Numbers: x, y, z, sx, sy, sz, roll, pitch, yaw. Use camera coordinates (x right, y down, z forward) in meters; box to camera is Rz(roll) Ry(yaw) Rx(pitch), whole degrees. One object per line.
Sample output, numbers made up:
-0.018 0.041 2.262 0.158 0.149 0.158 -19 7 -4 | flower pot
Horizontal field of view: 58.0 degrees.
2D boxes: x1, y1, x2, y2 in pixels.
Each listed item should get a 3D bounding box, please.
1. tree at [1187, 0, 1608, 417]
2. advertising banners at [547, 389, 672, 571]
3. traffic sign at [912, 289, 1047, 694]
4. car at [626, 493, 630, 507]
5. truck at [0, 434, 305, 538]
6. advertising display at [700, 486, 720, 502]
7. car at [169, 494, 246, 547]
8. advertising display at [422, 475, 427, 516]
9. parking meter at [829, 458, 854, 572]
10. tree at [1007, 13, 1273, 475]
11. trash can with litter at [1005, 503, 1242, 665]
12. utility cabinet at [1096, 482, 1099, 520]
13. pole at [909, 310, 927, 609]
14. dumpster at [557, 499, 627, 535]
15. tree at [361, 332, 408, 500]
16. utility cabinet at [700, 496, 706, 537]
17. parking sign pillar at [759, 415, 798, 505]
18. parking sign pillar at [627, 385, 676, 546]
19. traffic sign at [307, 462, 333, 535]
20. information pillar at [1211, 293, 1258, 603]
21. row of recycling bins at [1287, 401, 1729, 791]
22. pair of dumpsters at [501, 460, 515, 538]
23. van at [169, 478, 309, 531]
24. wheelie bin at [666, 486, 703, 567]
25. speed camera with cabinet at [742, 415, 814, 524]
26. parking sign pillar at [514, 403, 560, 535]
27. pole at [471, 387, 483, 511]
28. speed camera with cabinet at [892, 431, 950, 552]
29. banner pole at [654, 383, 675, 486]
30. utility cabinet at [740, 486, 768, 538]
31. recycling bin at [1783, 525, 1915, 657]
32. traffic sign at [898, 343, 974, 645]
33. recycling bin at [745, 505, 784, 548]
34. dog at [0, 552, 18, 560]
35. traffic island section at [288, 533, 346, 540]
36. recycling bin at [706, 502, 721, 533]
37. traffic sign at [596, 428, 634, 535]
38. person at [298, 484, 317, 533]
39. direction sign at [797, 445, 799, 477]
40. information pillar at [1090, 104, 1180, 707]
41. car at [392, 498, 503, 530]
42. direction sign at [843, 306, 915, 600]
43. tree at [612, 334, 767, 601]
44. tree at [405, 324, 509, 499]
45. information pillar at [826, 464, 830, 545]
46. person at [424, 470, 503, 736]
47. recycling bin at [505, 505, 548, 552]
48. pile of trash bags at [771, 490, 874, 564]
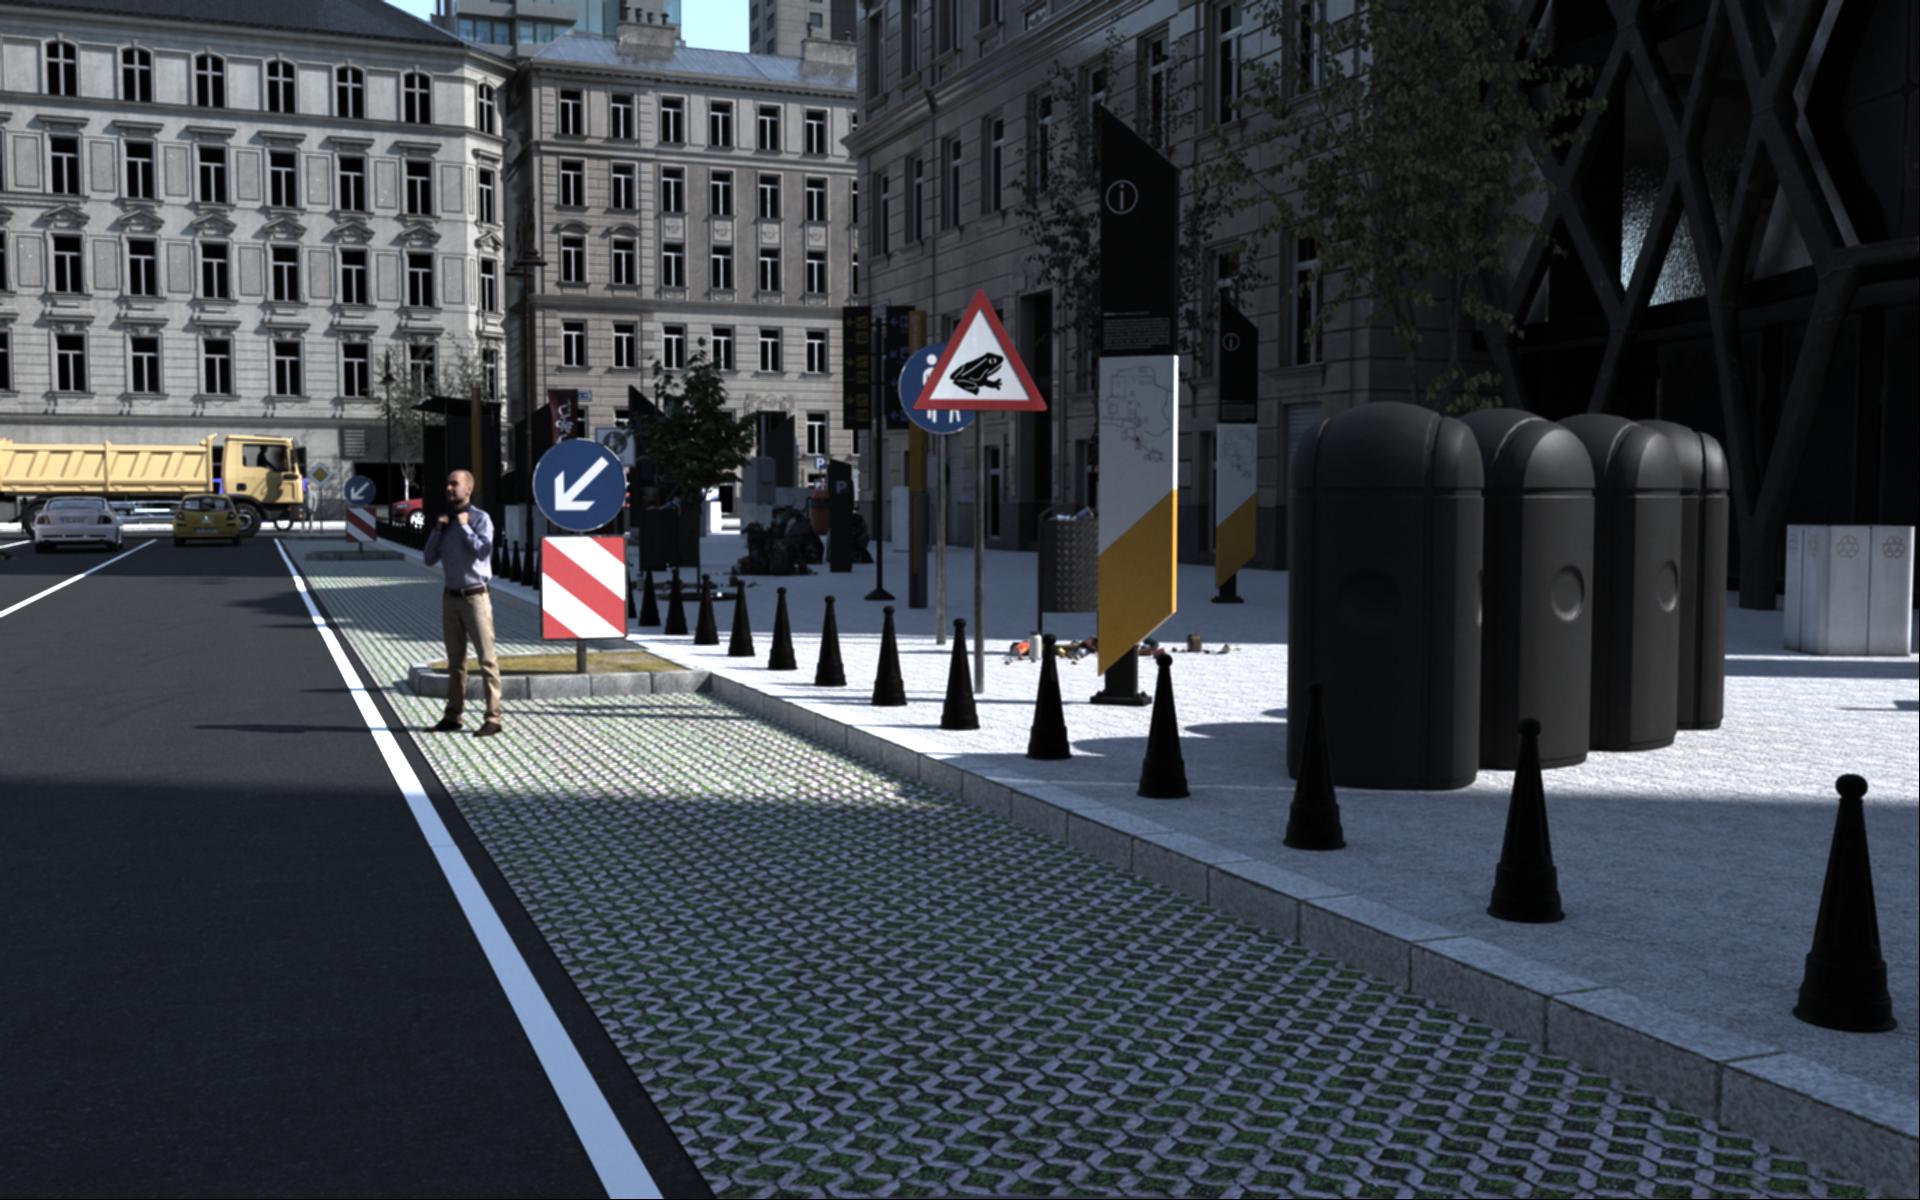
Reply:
4.753 -4.139 18.042 4.737 8.622 4.395 0 3 0 | tree
-5.827 -1.993 28.773 2.074 3.025 0.090 0 4 5 | advertising banners
0.122 -0.678 11.089 0.884 2.594 0.081 -1 4 -14 | traffic sign
-11.978 -3.513 66.470 4.494 1.783 2.155 -1 4 -23 | car
-25.664 -3.691 56.274 9.791 3.379 3.469 -2 4 -24 | truck
-11.844 -4.701 82.078 0.974 1.923 0.123 -3 4 -38 | advertising display
-21.205 -2.361 48.826 2.015 1.641 3.980 -1 4 -22 | car
-16.391 -3.010 54.431 0.974 1.923 0.123 -1 4 -12 | advertising display
-1.940 -1.392 28.475 0.399 1.863 0.255 0 4 -6 | parking meter
2.630 -4.730 27.702 4.360 8.622 3.978 0 3 0 | tree
1.284 -0.168 13.812 2.233 1.210 1.678 -1 4 -14 | trash can with litter
3.043 -1.364 30.983 1.173 1.500 0.318 1 4 20 | utility cabinet
-0.470 -1.563 19.392 0.158 3.312 0.155 0 3 0 | pole
-7.735 -1.867 36.289 1.264 1.857 1.865 -1 4 -22 | dumpster
-25.405 -7.933 80.067 4.360 8.622 3.978 0 3 0 | tree
-7.916 -2.490 51.880 0.306 1.237 1.020 -2 4 -29 | utility cabinet
-6.198 -4.323 59.159 1.447 3.967 1.447 1 4 17 | parking sign pillar
-7.614 -3.352 43.274 1.447 3.967 1.447 3 5 43 | parking sign pillar
-20.119 -3.111 54.506 0.795 2.450 0.064 -1 4 -22 | traffic sign
3.241 -1.774 20.366 0.504 3.616 0.183 -1 4 -11 | information pillar
2.922 -0.100 8.753 3.534 1.692 1.069 -3 5 -44 | row of recycling bins
-13.343 -3.000 51.544 1.574 2.255 4.437 -1 4 -22 | pair of dumpsters
-27.895 -3.824 66.899 5.245 2.365 2.240 -1 4 -20 | van
-4.892 -1.393 30.689 0.693 1.594 0.980 -1 4 -11 | wheelie bin
-4.597 -3.029 43.859 0.660 3.252 2.038 3 5 40 | speed camera with cabinet
-11.079 -3.501 45.713 1.447 3.967 1.447 -1 4 -18 | parking sign pillar
-9.253 -2.408 33.207 0.158 3.312 0.155 0 3 0 | pole
-0.864 -2.741 39.155 0.660 3.252 2.038 1 4 23 | speed camera with cabinet
-6.600 -2.997 39.024 0.863 3.779 0.401 1 4 13 | banner pole
-5.926 -2.518 49.856 0.318 1.500 1.173 -2 4 -34 | utility cabinet
7.169 -0.088 13.993 0.722 1.027 0.722 0 4 3 | recycling bin
-0.161 -0.893 14.704 0.768 2.556 0.104 -1 4 -16 | traffic sign
-4.639 -1.744 41.061 0.722 1.027 0.722 1 4 18 | recycling bin
-20.919 -1.065 37.600 0.748 0.427 0.550 1 4 16 | dog
-20.100 -1.976 54.591 2.009 0.180 2.903 -1 4 -22 | traffic island section
-8.316 -2.710 56.862 0.722 1.027 0.722 1 4 21 | recycling bin
-5.250 -1.484 26.398 0.606 2.300 0.079 -1 4 -17 | traffic sign
-24.064 -3.382 63.892 0.635 1.810 0.391 -1 4 -10 | person
-7.880 -5.372 79.837 0.876 3.537 0.379 -1 4 -12 | direction sign
1.062 -1.168 10.452 0.504 3.616 0.183 2 4 23 | information pillar
-20.429 -3.778 70.444 5.304 1.827 2.281 -2 4 -24 | car
-0.977 -1.771 20.956 0.876 3.537 0.379 0 4 6 | direction sign
-3.082 -1.618 21.051 1.663 3.219 1.824 0 3 0 | tree
-21.435 -7.635 75.194 4.360 8.622 3.978 0 3 0 | tree
-3.088 -2.311 42.276 0.304 2.012 0.304 0 4 4 | information pillar
-2.952 0.015 10.313 0.516 1.574 0.319 2 4 34 | person
-9.775 -1.620 39.037 0.722 1.027 0.722 -3 5 -40 | recycling bin
-2.677 -1.439 33.279 1.912 1.369 3.447 0 4 -6 | pile of trash bags
